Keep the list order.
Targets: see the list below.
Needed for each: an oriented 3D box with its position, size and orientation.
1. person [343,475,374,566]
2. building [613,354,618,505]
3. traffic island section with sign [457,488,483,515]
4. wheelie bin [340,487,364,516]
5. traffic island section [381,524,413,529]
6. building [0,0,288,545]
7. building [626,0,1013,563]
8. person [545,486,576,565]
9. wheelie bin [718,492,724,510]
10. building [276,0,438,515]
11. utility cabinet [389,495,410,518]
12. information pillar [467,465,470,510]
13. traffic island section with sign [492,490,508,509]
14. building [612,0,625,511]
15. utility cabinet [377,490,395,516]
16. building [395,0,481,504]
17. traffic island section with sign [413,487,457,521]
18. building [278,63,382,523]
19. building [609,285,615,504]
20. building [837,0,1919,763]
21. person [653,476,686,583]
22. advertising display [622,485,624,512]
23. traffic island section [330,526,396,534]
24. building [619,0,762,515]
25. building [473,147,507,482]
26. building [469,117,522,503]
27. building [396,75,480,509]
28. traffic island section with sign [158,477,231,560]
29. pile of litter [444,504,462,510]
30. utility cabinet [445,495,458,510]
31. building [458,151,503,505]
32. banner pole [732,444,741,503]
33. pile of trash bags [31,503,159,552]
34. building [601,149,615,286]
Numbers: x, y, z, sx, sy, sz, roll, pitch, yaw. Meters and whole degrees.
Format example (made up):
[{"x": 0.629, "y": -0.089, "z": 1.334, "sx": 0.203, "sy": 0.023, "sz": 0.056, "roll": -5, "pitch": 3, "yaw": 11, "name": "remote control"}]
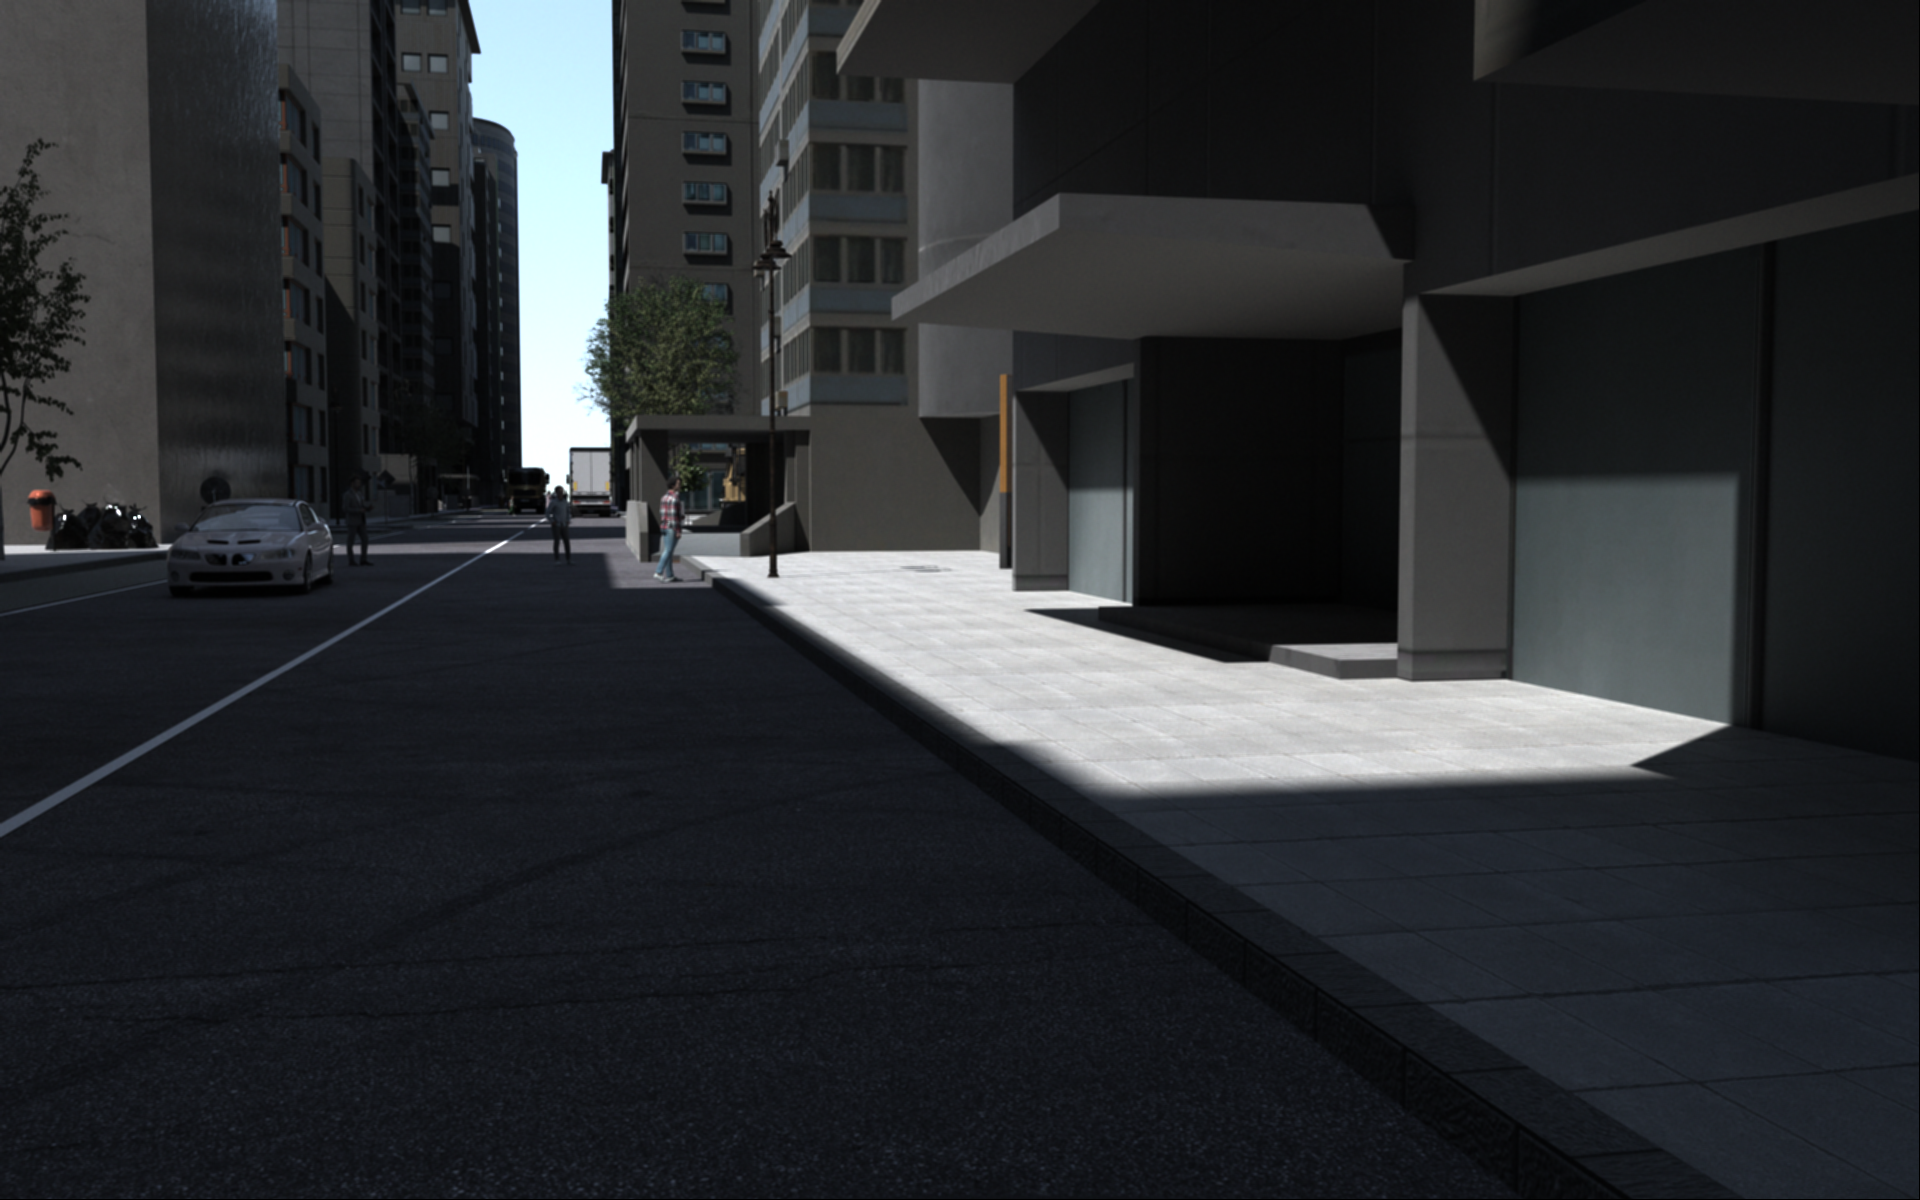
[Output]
[{"x": -12.000, "y": -1.584, "z": 34.594, "sx": 0.583, "sy": 1.804, "sz": 0.606, "roll": 1, "pitch": 4, "yaw": 11, "name": "person"}, {"x": -25.007, "y": -21.503, "z": 196.605, "sx": 27.650, "sy": 21.520, "sz": 28.899, "roll": -1, "pitch": 4, "yaw": -12, "name": "building"}, {"x": -33.998, "y": -6.786, "z": 119.571, "sx": 1.989, "sy": 1.847, "sz": 2.006, "roll": -1, "pitch": 4, "yaw": -12, "name": "traffic island section with sign"}, {"x": -26.954, "y": -4.212, "z": 76.782, "sx": 0.980, "sy": 1.594, "sz": 0.693, "roll": -2, "pitch": 4, "yaw": -28, "name": "wheelie bin"}, {"x": -23.617, "y": -2.994, "z": 71.235, "sx": 2.009, "sy": 0.180, "sz": 2.903, "roll": -1, "pitch": 4, "yaw": -12, "name": "traffic island section"}, {"x": -38.968, "y": -14.960, "z": 49.105, "sx": 34.151, "sy": 26.468, "sz": 19.350, "roll": -1, "pitch": 4, "yaw": -12, "name": "building"}, {"x": 7.593, "y": -21.610, "z": 45.202, "sx": 32.217, "sy": 40.220, "sz": 23.993, "roll": -1, "pitch": 4, "yaw": -12, "name": "building"}, {"x": -8.060, "y": -1.503, "z": 34.891, "sx": 0.589, "sy": 1.601, "sz": 0.330, "roll": -2, "pitch": 4, "yaw": -34, "name": "person"}, {"x": -10.218, "y": -4.189, "z": 76.392, "sx": 0.693, "sy": 1.594, "sz": 0.980, "roll": -3, "pitch": 5, "yaw": -44, "name": "wheelie bin"}, {"x": -45.611, "y": -41.246, "z": 112.624, "sx": 20.563, "sy": 71.187, "sz": 20.611, "roll": -1, "pitch": 4, "yaw": -12, "name": "building"}, {"x": -30.453, "y": -5.068, "z": 94.016, "sx": 1.020, "sy": 1.237, "sz": 0.306, "roll": -1, "pitch": 4, "yaw": -19, "name": "utility cabinet"}, {"x": -39.940, "y": -9.125, "z": 140.547, "sx": 0.183, "sy": 3.616, "sz": 0.504, "roll": -1, "pitch": 4, "yaw": -13, "name": "information pillar"}, {"x": -44.532, "y": -9.791, "z": 168.713, "sx": 1.989, "sy": 1.847, "sz": 2.006, "roll": -1, "pitch": 4, "yaw": -12, "name": "traffic island section with sign"}, {"x": -20.957, "y": -27.971, "z": 140.925, "sx": 14.154, "sy": 41.232, "sz": 14.086, "roll": -1, "pitch": 4, "yaw": -12, "name": "building"}, {"x": -33.491, "y": -5.647, "z": 101.009, "sx": 0.318, "sy": 1.500, "sz": 1.173, "roll": 2, "pitch": 4, "yaw": 34, "name": "utility cabinet"}, {"x": -64.364, "y": -36.004, "z": 177.901, "sx": 28.713, "sy": 52.752, "sz": 27.495, "roll": -1, "pitch": 4, "yaw": -12, "name": "building"}, {"x": -28.311, "y": -5.165, "z": 93.070, "sx": 1.989, "sy": 1.847, "sz": 2.006, "roll": -1, "pitch": 4, "yaw": -12, "name": "traffic island section with sign"}, {"x": -43.459, "y": -14.442, "z": 81.166, "sx": 27.650, "sy": 21.520, "sz": 28.899, "roll": -1, "pitch": 4, "yaw": -12, "name": "building"}, {"x": -41.450, "y": -28.663, "z": 240.336, "sx": 14.160, "sy": 30.474, "sz": 14.107, "roll": -1, "pitch": 4, "yaw": -12, "name": "building"}, {"x": 14.086, "y": -25.842, "z": 11.763, "sx": 28.713, "sy": 52.752, "sz": 27.495, "roll": -1, "pitch": 4, "yaw": -12, "name": "building"}, {"x": -4.736, "y": -1.153, "z": 28.189, "sx": 0.643, "sy": 1.720, "sz": 0.563, "roll": -2, "pitch": 4, "yaw": -27, "name": "person"}, {"x": -24.440, "y": -7.366, "z": 125.652, "sx": 0.123, "sy": 1.923, "sz": 0.974, "roll": -1, "pitch": 4, "yaw": -8, "name": "advertising display"}, {"x": -21.943, "y": -2.517, "z": 63.427, "sx": 2.009, "sy": 0.180, "sz": 2.903, "roll": -1, "pitch": 4, "yaw": -12, "name": "traffic island section"}, {"x": -11.736, "y": -30.128, "z": 116.292, "sx": 21.300, "sy": 48.544, "sz": 21.600, "roll": -1, "pitch": 4, "yaw": -12, "name": "building"}, {"x": -74.705, "y": -37.796, "z": 237.570, "sx": 23.786, "sy": 49.044, "sz": 30.456, "roll": -1, "pitch": 4, "yaw": -12, "name": "building"}, {"x": -79.171, "y": -44.333, "z": 266.839, "sx": 21.231, "sy": 58.520, "sz": 28.212, "roll": -1, "pitch": 4, "yaw": -12, "name": "building"}, {"x": -59.658, "y": -28.149, "z": 152.124, "sx": 32.217, "sy": 40.220, "sz": 23.993, "roll": -1, "pitch": 4, "yaw": -12, "name": "building"}, {"x": -16.669, "y": -1.839, "z": 38.700, "sx": 1.989, "sy": 1.847, "sz": 2.006, "roll": -1, "pitch": 4, "yaw": -12, "name": "traffic island section with sign"}, {"x": -42.065, "y": -7.957, "z": 144.055, "sx": 1.719, "sy": 0.858, "sz": 1.176, "roll": -1, "pitch": 4, "yaw": -19, "name": "pile of litter"}, {"x": -41.178, "y": -7.899, "z": 140.312, "sx": 0.306, "sy": 1.237, "sz": 1.020, "roll": 3, "pitch": 5, "yaw": 43, "name": "utility cabinet"}, {"x": -60.804, "y": -31.620, "z": 200.584, "sx": 14.154, "sy": 41.232, "sz": 14.086, "roll": -1, "pitch": 4, "yaw": -12, "name": "building"}, {"x": -8.197, "y": -4.498, "z": 63.557, "sx": 0.401, "sy": 3.779, "sz": 0.863, "roll": 1, "pitch": 4, "yaw": 18, "name": "banner pole"}, {"x": -20.267, "y": -1.853, "z": 40.054, "sx": 1.912, "sy": 1.369, "sz": 3.447, "roll": 0, "pitch": 4, "yaw": 7, "name": "pile of trash bags"}, {"x": -39.163, "y": -41.121, "z": 261.568, "sx": 28.713, "sy": 52.752, "sz": 27.495, "roll": -1, "pitch": 4, "yaw": -12, "name": "building"}]
